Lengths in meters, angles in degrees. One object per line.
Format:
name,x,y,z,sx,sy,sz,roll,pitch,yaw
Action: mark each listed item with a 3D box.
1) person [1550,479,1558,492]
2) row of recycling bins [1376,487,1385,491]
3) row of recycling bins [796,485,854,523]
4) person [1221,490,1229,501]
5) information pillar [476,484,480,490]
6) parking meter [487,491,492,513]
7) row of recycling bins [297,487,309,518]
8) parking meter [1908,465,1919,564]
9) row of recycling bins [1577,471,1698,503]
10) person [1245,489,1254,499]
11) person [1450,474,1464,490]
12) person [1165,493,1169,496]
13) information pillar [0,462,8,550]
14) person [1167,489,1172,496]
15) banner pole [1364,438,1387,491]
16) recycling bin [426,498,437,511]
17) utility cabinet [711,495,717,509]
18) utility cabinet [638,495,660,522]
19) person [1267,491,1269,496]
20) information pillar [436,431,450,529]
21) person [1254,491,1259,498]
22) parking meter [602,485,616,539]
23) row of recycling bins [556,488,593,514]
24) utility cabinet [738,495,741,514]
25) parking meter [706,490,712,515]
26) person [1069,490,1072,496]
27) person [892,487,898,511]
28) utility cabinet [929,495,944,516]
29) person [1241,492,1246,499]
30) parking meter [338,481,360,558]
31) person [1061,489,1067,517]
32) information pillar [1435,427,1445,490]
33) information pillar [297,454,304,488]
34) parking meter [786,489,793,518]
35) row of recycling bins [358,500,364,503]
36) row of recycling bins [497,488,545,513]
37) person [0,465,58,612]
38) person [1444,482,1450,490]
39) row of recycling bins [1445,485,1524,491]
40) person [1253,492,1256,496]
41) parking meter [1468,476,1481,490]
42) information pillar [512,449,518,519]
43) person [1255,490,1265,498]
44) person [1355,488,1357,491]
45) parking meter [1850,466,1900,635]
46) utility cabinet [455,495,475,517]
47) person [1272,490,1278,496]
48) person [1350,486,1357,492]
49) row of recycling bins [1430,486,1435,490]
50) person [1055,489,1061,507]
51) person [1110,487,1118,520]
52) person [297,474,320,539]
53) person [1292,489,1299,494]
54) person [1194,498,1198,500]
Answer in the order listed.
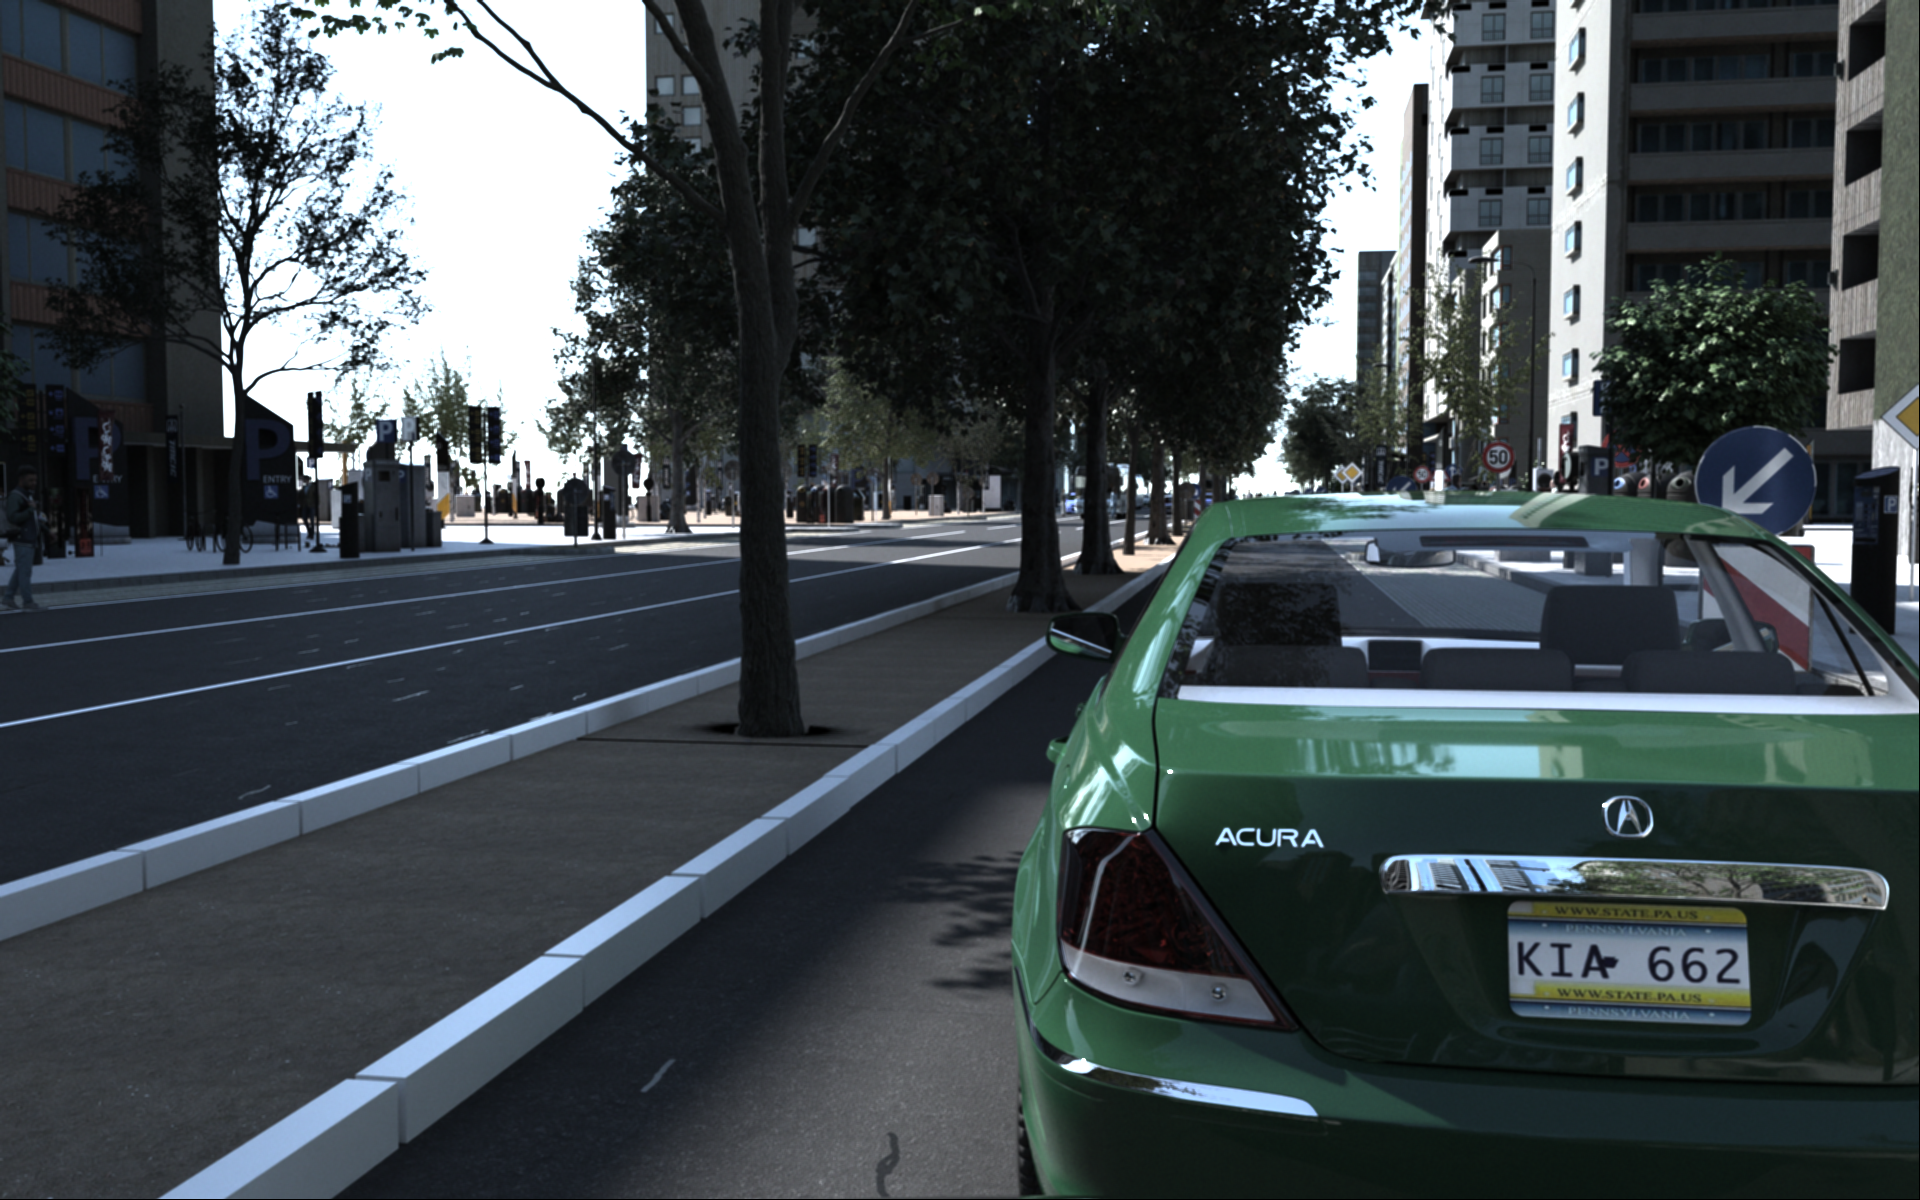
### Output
person,19.727,-3.115,57.467,0.515,1.767,0.782,0,4,-7
row of recycling bins,34.962,-8.253,142.050,3.534,1.692,1.069,1,4,8
row of recycling bins,-6.033,-4.298,77.391,1.069,1.692,3.534,-3,5,-45
person,25.300,-9.559,164.795,1.348,1.823,0.705,1,4,21
information pillar,-35.402,-7.501,127.134,0.304,2.012,0.304,0,4,-1
parking meter,-31.363,-6.536,115.278,0.372,1.533,0.369,0,3,0
row of recycling bins,-35.723,-5.144,91.214,1.069,1.692,3.534,2,4,34
parking meter,17.654,-1.595,31.782,0.399,1.863,0.255,-1,4,-20
row of recycling bins,12.556,-1.506,31.737,1.069,1.692,3.534,-1,4,-14
person,19.187,-6.507,115.088,0.606,1.804,0.583,2,4,31
person,12.733,-2.340,44.559,0.793,1.790,0.793,-1,4,-17
person,14.186,-6.841,120.320,0.822,1.834,0.622,3,4,36
information pillar,-22.224,-2.168,39.939,0.304,2.012,0.304,1,4,20
person,16.847,-8.004,139.224,0.638,1.841,0.748,-1,4,-19
banner pole,18.642,-5.345,77.404,0.863,3.779,0.401,1,4,14
recycling bin,-31.438,-5.533,103.015,0.722,1.027,0.722,1,4,13
utility cabinet,-21.571,-8.527,150.585,1.020,1.237,0.306,3,5,39
utility cabinet,-14.348,-4.205,79.909,1.020,1.237,0.306,1,4,21
person,42.095,-13.965,236.904,0.705,1.814,1.350,1,4,18
information pillar,-19.131,-4.446,64.046,0.504,3.616,0.183,1,4,17
person,34.441,-11.765,200.851,0.705,1.826,1.348,2,4,35
parking meter,-9.931,-2.485,49.034,0.372,1.533,0.369,0,3,0
row of recycling bins,-25.285,-6.512,113.585,3.534,1.692,1.069,3,5,43
utility cabinet,-14.142,-6.306,114.270,1.020,1.237,0.306,-1,4,-17
parking meter,-15.344,-5.945,105.604,0.372,1.533,0.369,0,3,0
person,11.014,-10.244,174.335,0.445,1.727,0.742,-1,4,-20
person,-5.032,-7.665,131.462,0.391,1.810,0.635,-2,4,-27
utility cabinet,-1.387,-5.476,100.699,1.020,1.237,0.306,3,5,45
person,43.887,-15.851,267.743,1.350,1.814,0.705,1,4,14
parking meter,-12.245,-1.608,34.708,0.372,1.533,0.369,0,3,0
person,6.615,-6.177,110.036,0.362,1.759,0.519,1,4,22
information pillar,16.802,-4.236,60.619,0.183,3.616,0.504,-1,4,-16
information pillar,-39.019,-6.798,102.498,0.183,3.616,0.504,1,4,23
parking meter,-9.174,-5.198,93.400,0.372,1.533,0.369,0,3,0
row of recycling bins,-34.298,-5.726,100.735,1.069,1.692,3.534,0,4,-8
row of recycling bins,-29.444,-6.668,116.142,3.534,1.692,1.069,1,4,17
person,-11.392,-0.748,21.083,0.721,1.781,0.623,-2,4,-27
person,23.366,-4.716,83.010,0.638,1.841,0.748,1,4,23
row of recycling bins,23.530,-4.283,77.142,1.069,1.692,3.534,-3,5,-42
person,51.487,-17.892,301.861,1.217,1.723,0.721,0,4,-6
parking meter,16.965,-3.147,57.165,0.399,1.863,0.255,-2,4,-31
information pillar,-23.171,-6.037,90.060,0.183,3.616,0.504,0,4,6
person,31.501,-10.595,181.733,1.348,1.822,0.705,-1,4,-23
person,32.483,-8.263,141.498,0.532,1.782,0.716,-1,4,-16
parking meter,8.394,-0.458,15.897,0.372,1.533,0.369,0,3,0
utility cabinet,-27.858,-5.281,97.505,1.020,1.237,0.306,-2,4,-24
person,24.476,-7.663,134.383,0.593,1.750,0.643,2,4,34
person,25.372,-6.454,111.748,0.511,1.800,0.466,1,4,16
row of recycling bins,24.762,-4.936,87.824,1.069,1.692,3.534,0,4,-8
person,9.332,-9.720,165.684,0.721,1.735,1.217,3,4,38
person,8.448,-5.283,95.147,0.793,1.790,0.793,-2,4,-31
person,-18.563,-2.653,49.338,0.656,1.842,0.836,-1,4,-16
person,25.221,-7.434,130.010,0.622,1.834,0.822,0,4,-4
person,17.506,-7.313,128.813,0.466,1.731,0.760,0,4,5
